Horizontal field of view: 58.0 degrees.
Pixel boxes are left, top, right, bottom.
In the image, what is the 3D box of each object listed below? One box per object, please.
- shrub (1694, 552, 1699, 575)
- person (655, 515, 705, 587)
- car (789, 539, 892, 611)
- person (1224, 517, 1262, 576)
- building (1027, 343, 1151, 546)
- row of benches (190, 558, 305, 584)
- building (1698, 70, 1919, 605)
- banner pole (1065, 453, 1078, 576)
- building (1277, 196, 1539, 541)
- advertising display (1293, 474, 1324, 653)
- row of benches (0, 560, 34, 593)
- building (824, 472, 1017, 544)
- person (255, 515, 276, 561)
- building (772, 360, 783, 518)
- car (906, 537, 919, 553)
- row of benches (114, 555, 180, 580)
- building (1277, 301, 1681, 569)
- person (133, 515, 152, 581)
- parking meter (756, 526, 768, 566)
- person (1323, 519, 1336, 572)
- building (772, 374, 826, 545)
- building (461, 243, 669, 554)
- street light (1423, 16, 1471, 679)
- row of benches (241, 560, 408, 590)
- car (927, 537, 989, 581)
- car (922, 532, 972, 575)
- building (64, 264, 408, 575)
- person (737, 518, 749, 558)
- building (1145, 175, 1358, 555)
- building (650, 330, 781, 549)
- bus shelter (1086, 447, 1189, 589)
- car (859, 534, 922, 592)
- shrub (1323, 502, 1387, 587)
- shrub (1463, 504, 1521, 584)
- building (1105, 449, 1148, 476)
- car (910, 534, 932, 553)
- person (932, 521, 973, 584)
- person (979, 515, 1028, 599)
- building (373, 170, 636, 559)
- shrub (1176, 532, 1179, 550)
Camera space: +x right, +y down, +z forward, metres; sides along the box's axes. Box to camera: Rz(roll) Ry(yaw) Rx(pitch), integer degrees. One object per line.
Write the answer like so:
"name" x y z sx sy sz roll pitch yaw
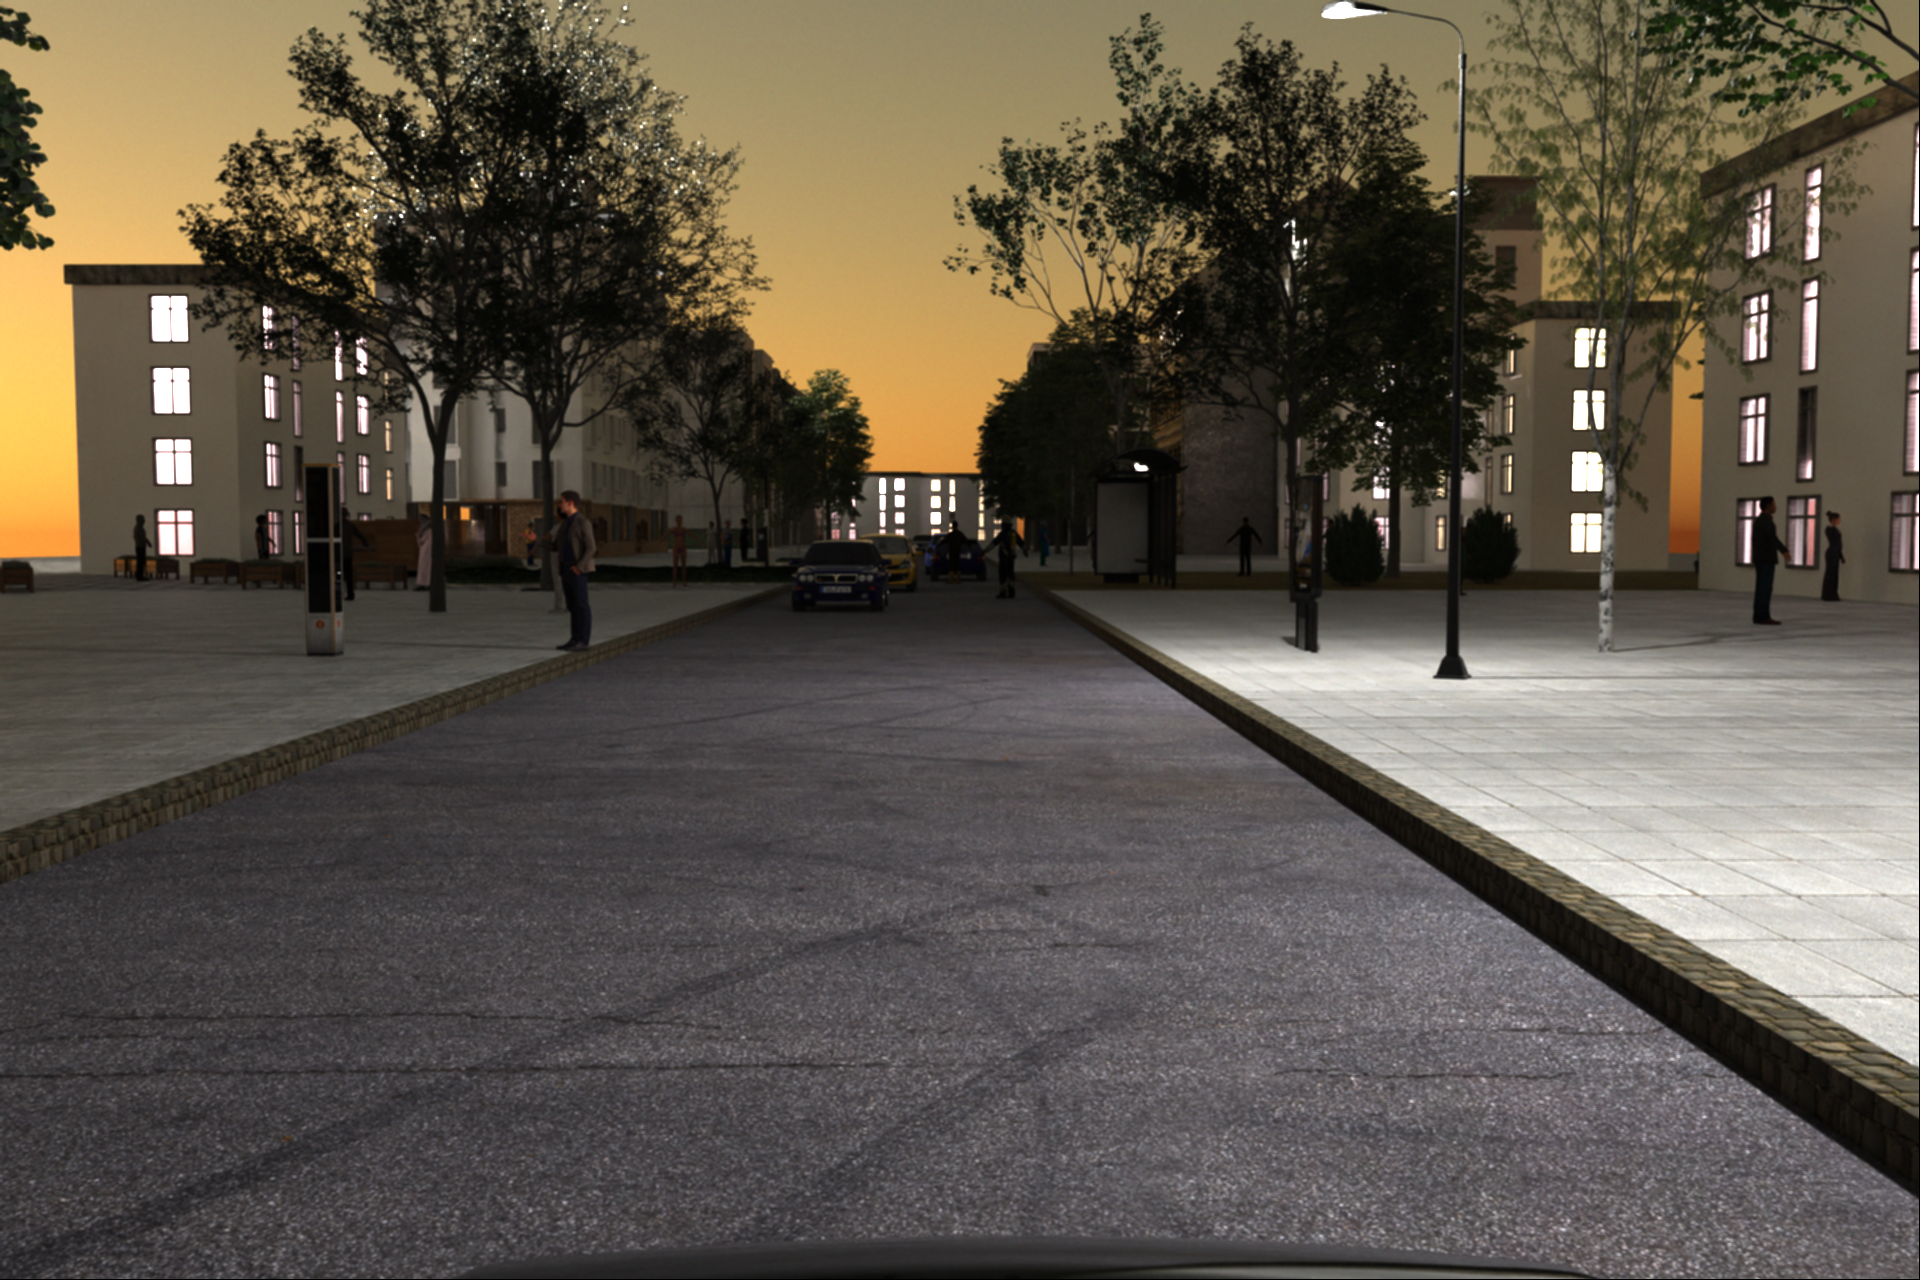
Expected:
"shrub" 21.511 -2.353 49.585 1.383 1.207 1.383 0 3 0
"person" -6.785 -2.151 41.975 1.217 1.733 0.721 -1 4 -18
"car" -2.272 -1.270 33.340 1.945 1.354 3.894 0 4 -1
"person" 8.730 -2.867 53.094 1.346 1.802 0.704 -2 4 -24
"building" 21.612 -21.873 201.597 27.936 21.610 32.646 0 4 -1
"row of benches" -18.110 -1.800 44.896 4.104 0.672 1.422 1 4 13
"building" 21.905 -5.164 26.572 9.099 9.664 28.070 0 4 -1
"banner pole" 3.444 -3.860 53.123 0.401 3.779 0.863 0 4 -1
"building" 24.402 -15.123 103.675 16.016 20.090 11.380 0 3 0
"advertising display" 3.835 -0.851 19.123 0.123 1.923 0.974 0 4 -1
"row of benches" -21.498 -1.466 39.430 1.422 0.672 4.104 -2 4 -29
"building" -6.036 -17.702 234.031 28.070 9.664 9.099 -1 4 -9
"person" -19.546 -2.600 48.654 0.704 1.843 1.345 0 4 -3
"building" -25.414 -20.190 186.524 16.016 20.090 11.380 0 3 0
"car" -2.619 -3.301 66.333 2.083 1.381 4.827 0 4 0
"row of benches" -23.704 -2.135 50.364 1.422 0.672 4.104 -3 5 -41
"building" 21.215 -8.217 76.500 9.099 9.664 28.070 0 4 -1
"person" -22.375 -2.522 47.362 0.705 1.813 1.348 -3 4 -38
"parking meter" -6.385 -2.903 55.880 0.372 1.533 0.369 0 3 0
"person" 12.630 -3.234 59.155 0.705 1.796 1.348 3 5 44
"building" -26.385 -23.220 210.570 19.493 23.208 18.063 0 4 -1
"building" -25.671 -15.558 110.786 16.016 20.090 11.380 0 4 -1
"street light" 4.933 -2.614 15.273 1.470 5.913 1.316 0 4 -1
"row of benches" -14.933 -1.529 40.465 4.104 0.672 1.422 1 4 13
"car" -0.061 -2.528 53.915 1.945 1.354 3.894 0 4 -1
"car" -0.402 -3.198 61.886 1.945 1.707 3.694 0 4 -1
"building" -26.975 -7.704 68.107 9.099 9.664 28.070 0 4 0
"person" -7.274 -3.176 58.106 0.705 1.806 1.347 0 4 0
"building" 22.919 -17.405 115.504 19.493 23.208 18.063 0 4 0
"building" -27.214 -18.327 166.097 16.747 18.905 31.486 0 4 0
"bus shelter" 4.306 -3.000 42.976 2.014 3.302 5.546 0 4 0
"car" -1.956 -2.064 43.964 2.015 1.641 3.980 0 3 0
"shrub" 9.702 -2.354 42.528 1.661 2.075 1.752 0 3 0
"shrub" 13.644 -2.500 44.919 1.661 2.075 1.752 0 3 0
"building" 20.035 -13.890 169.256 9.099 9.664 28.070 0 4 -1
"car" -2.534 -6.732 119.850 2.009 1.686 4.222 0 3 0
"person" -0.172 -2.539 50.107 1.346 1.812 0.704 -2 4 -31
"person" 1.025 -1.858 38.613 1.354 1.856 0.705 -3 4 -37
"building" -24.325 -14.370 91.368 16.016 20.090 11.380 0 4 -1
"shrub" 6.217 -3.152 55.955 1.690 2.028 1.600 0 3 0
